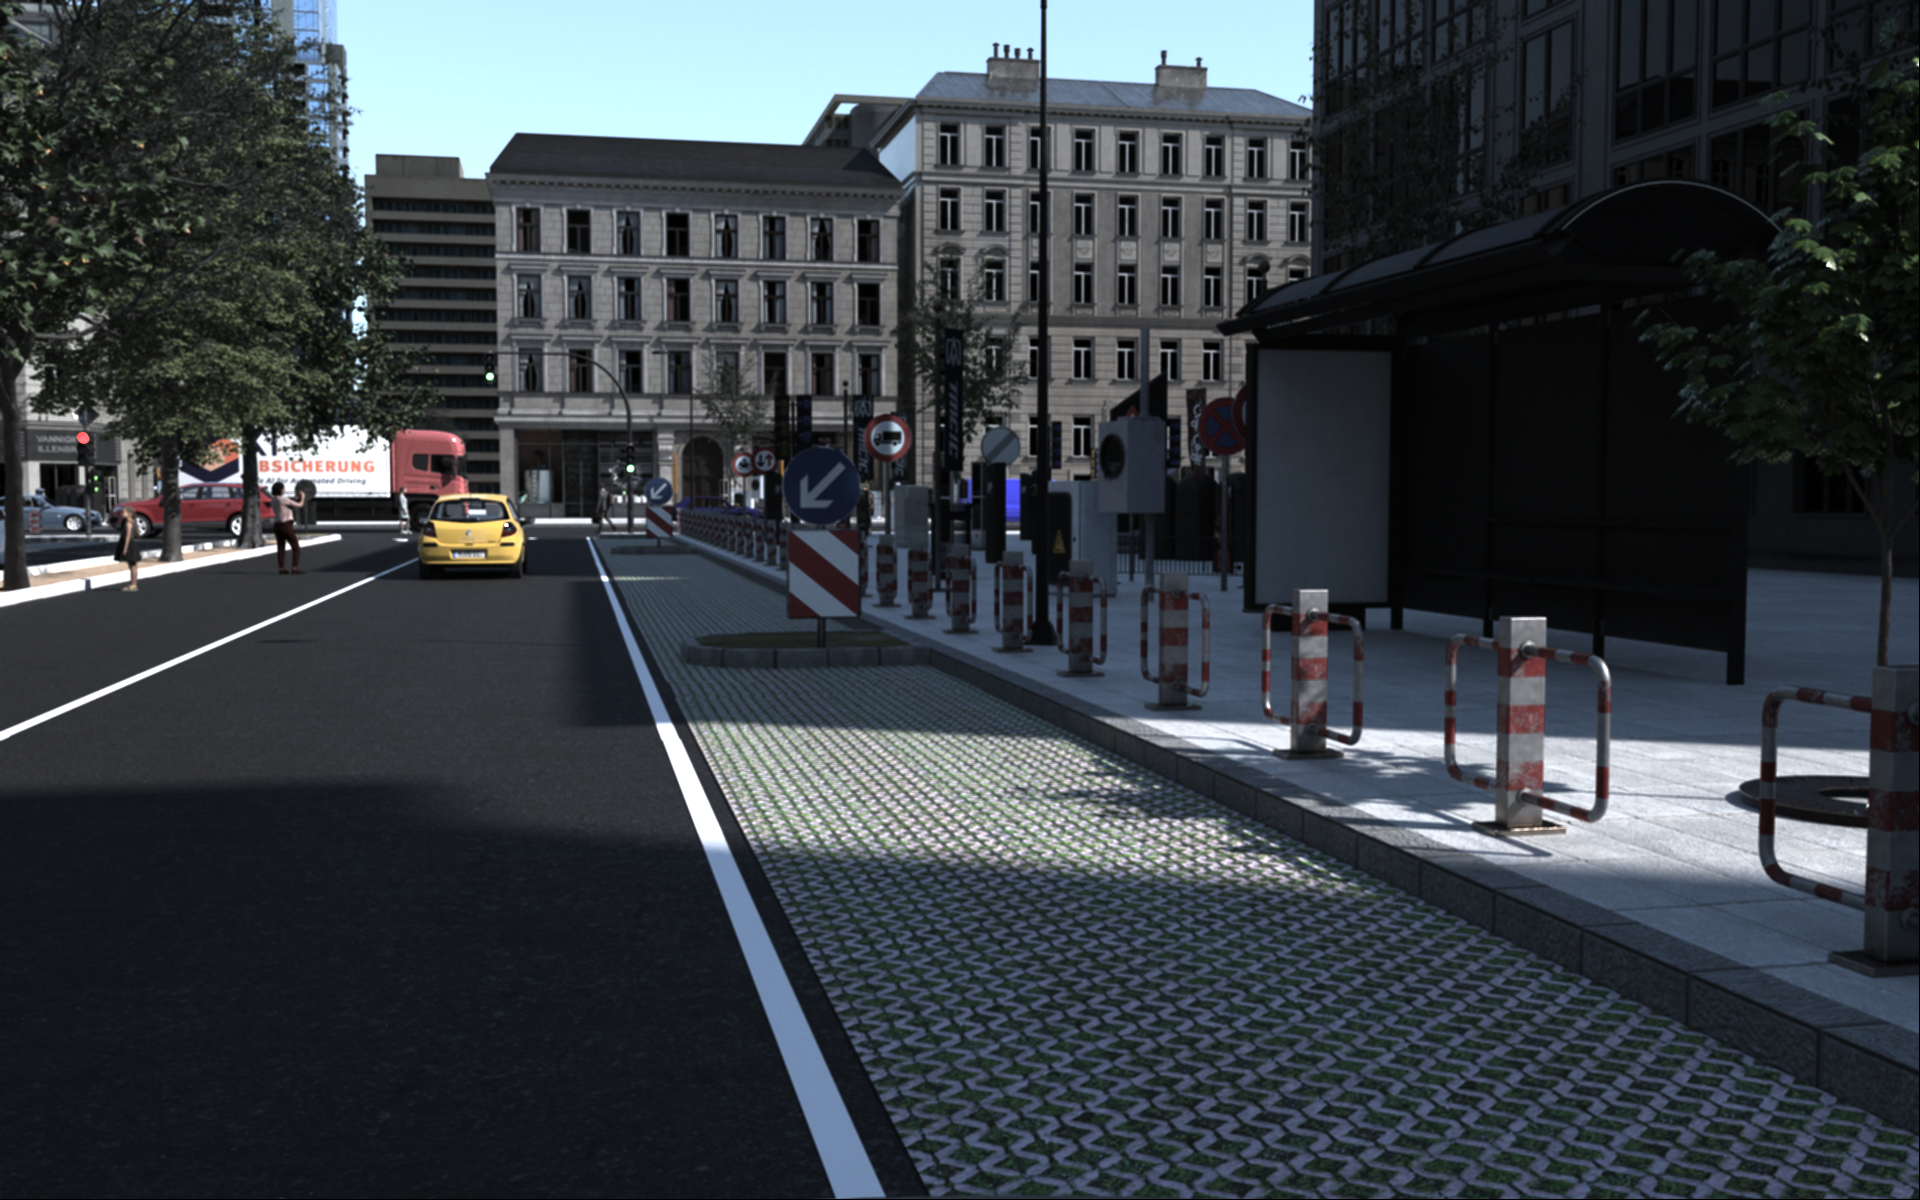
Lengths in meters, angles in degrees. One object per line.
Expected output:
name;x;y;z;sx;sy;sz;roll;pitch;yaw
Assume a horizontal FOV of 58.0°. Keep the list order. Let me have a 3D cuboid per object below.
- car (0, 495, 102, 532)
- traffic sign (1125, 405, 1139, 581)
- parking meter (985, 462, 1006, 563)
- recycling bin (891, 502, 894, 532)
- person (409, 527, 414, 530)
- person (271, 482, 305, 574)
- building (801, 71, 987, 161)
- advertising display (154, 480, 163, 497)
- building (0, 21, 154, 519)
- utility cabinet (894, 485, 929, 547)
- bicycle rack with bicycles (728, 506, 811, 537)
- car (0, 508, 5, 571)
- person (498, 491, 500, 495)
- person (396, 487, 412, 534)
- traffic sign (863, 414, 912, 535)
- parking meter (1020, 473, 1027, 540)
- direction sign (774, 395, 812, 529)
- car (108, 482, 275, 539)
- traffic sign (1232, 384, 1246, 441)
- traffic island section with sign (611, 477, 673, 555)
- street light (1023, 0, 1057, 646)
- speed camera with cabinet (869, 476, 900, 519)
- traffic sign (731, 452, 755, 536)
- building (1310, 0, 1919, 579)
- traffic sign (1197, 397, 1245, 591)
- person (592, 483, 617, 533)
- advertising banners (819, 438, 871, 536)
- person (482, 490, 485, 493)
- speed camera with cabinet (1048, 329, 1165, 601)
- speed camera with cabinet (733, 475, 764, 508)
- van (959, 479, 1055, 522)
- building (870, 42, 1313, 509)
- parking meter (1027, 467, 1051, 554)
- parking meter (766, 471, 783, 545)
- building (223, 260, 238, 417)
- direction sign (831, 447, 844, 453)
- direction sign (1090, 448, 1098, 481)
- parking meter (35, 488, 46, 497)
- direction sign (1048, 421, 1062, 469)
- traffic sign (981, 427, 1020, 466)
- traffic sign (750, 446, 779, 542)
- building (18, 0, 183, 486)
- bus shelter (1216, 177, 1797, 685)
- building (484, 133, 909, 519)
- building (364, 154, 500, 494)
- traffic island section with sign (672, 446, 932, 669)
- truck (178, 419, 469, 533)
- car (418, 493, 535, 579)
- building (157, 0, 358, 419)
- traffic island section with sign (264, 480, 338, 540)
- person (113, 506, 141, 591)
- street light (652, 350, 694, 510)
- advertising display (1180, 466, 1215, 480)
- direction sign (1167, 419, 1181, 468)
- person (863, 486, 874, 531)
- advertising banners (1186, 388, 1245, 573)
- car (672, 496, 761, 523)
car;-35.534;-3.346;66.707;4.499;1.417;2.014;-1;4;-13
traffic sign;2.520;-1.553;25.390;0.884;2.594;0.081;0;4;-6
parking meter;0.660;-1.621;32.215;0.255;1.863;0.399;-2;4;-28
recycling bin;-1.937;-2.817;58.605;0.722;1.027;0.722;3;5;42
person;-21.733;-3.236;69.702;0.859;0.850;0.655;2;4;31
person;-12.034;-1.290;31.043;0.566;1.644;0.517;-1;4;-23
building;-1.240;-28.858;163.703;32.217;40.220;23.993;-1;4;-13
advertising display;-35.670;-4.433;77.694;0.974;1.923;0.123;2;4;31
building;-65.853;-19.002;87.094;44.131;29.872;17.030;-1;4;-13
utility cabinet;-1.155;-2.022;41.733;0.318;1.500;1.173;2;4;27
bicycle rack with bicycles;-5.397;-2.274;50.564;2.852;0.926;2.925;-1;4;-22
car;-17.811;-1.113;30.207;2.014;1.417;4.499;-1;4;-14
person;-40.261;-8.729;151.898;1.217;1.739;0.721;-2;4;-33
person;-20.165;-3.256;62.740;0.522;1.701;0.512;0;4;-7
traffic sign;-1.154;-1.679;27.555;0.768;2.556;0.104;-1;4;-9
parking meter;1.883;-2.602;48.249;0.255;1.863;0.399;-3;5;-39
direction sign;-3.813;-2.914;39.640;0.876;3.537;0.379;1;4;11
car;-25.000;-2.942;56.775;5.304;1.827;2.281;-1;4;-13
traffic sign;3.335;-1.161;19.088;0.768;2.556;0.104;-1;4;-12
traffic island section with sign;-7.384;-2.019;41.632;1.989;1.847;2.006;-1;4;-13
street light;0.172;-2.568;14.534;1.470;5.913;1.316;-1;4;-13
speed camera with cabinet;-4.139;-5.844;89.886;2.038;3.252;0.660;1;4;21
traffic sign;-6.541;-3.207;52.548;0.768;2.556;0.104;-1;4;-9
building;18.019;-14.724;34.249;14.314;27.812;24.014;-1;4;-13
traffic sign;3.498;-1.393;22.875;0.768;2.556;0.104;0;4;-4
person;-12.937;-3.335;62.985;0.822;1.834;0.622;1;4;20
advertising banners;-3.575;-3.505;53.497;2.074;3.025;0.090;3;4;36
person;-46.540;-9.828;169.271;1.350;1.814;0.705;3;5;42
speed camera with cabinet;1.740;-1.652;21.347;0.660;3.252;2.038;-2;4;-26
speed camera with cabinet;-10.427;-5.616;86.151;2.038;3.252;0.660;3;5;42
van;2.579;-3.971;69.304;5.245;2.365;2.240;-1;4;-12
building;8.141;-18.640;102.023;25.104;27.353;12.463;-1;4;-13
parking meter;1.728;-1.910;36.932;0.399;1.863;0.255;-3;4;-37
parking meter;-4.658;-2.310;43.482;0.255;1.863;0.399;2;4;35
building;-74.002;-23.528;156.377;14.160;30.474;14.107;-1;4;-13
direction sign;-6.013;-5.565;82.989;0.876;3.537;0.379;-1;4;-11
direction sign;6.658;-5.719;85.503;0.379;3.537;0.876;2;4;32
parking meter;-39.182;-4.001;73.834;0.372;1.533;0.369;0;3;0
direction sign;2.788;-3.800;54.124;0.876;3.537;0.379;3;4;36
traffic sign;0.759;-2.000;32.808;0.768;2.556;0.104;-1;4;-10
traffic sign;-5.181;-2.812;46.074;0.768;2.556;0.104;0;4;-3
building;-70.762;-28.058;142.337;14.154;41.232;14.086;-1;4;-13
bus shelter;3.986;-1.215;13.786;2.014;3.302;5.546;-1;4;-13
building;-23.662;-14.878;94.158;40.483;20.767;10.553;-1;4;-13
building;-73.639;-38.362;250.913;21.600;48.544;21.300;-1;4;-13
traffic island section with sign;-1.414;-0.396;15.106;1.989;1.847;2.006;-1;4;-13
truck;-23.839;-4.696;65.692;11.283;4.237;2.839;-1;4;-11
car;-8.578;-1.251;30.675;2.015;1.641;3.980;-1;4;-12
building;-99.720;-56.992;244.493;31.000;86.520;22.319;-1;4;-13
traffic island section with sign;-20.653;-2.831;54.430;2.006;1.907;1.989;-1;4;-13
person;-12.369;-0.768;25.726;0.373;1.253;0.362;-1;4;-17
street light;-9.255;-5.117;56.209;1.470;5.913;1.316;-1;4;-13
advertising display;5.549;-2.162;40.554;0.123;1.923;0.974;-3;5;-39
direction sign;6.213;-3.687;52.285;0.876;3.537;0.379;0;4;8
person;-3.763;-3.579;67.552;0.617;1.759;0.750;2;4;31
advertising banners;4.302;-1.950;28.072;0.090;3.025;2.074;-2;4;-31
car;-10.373;-3.736;73.668;3.894;1.354;1.945;-1;4;-11
